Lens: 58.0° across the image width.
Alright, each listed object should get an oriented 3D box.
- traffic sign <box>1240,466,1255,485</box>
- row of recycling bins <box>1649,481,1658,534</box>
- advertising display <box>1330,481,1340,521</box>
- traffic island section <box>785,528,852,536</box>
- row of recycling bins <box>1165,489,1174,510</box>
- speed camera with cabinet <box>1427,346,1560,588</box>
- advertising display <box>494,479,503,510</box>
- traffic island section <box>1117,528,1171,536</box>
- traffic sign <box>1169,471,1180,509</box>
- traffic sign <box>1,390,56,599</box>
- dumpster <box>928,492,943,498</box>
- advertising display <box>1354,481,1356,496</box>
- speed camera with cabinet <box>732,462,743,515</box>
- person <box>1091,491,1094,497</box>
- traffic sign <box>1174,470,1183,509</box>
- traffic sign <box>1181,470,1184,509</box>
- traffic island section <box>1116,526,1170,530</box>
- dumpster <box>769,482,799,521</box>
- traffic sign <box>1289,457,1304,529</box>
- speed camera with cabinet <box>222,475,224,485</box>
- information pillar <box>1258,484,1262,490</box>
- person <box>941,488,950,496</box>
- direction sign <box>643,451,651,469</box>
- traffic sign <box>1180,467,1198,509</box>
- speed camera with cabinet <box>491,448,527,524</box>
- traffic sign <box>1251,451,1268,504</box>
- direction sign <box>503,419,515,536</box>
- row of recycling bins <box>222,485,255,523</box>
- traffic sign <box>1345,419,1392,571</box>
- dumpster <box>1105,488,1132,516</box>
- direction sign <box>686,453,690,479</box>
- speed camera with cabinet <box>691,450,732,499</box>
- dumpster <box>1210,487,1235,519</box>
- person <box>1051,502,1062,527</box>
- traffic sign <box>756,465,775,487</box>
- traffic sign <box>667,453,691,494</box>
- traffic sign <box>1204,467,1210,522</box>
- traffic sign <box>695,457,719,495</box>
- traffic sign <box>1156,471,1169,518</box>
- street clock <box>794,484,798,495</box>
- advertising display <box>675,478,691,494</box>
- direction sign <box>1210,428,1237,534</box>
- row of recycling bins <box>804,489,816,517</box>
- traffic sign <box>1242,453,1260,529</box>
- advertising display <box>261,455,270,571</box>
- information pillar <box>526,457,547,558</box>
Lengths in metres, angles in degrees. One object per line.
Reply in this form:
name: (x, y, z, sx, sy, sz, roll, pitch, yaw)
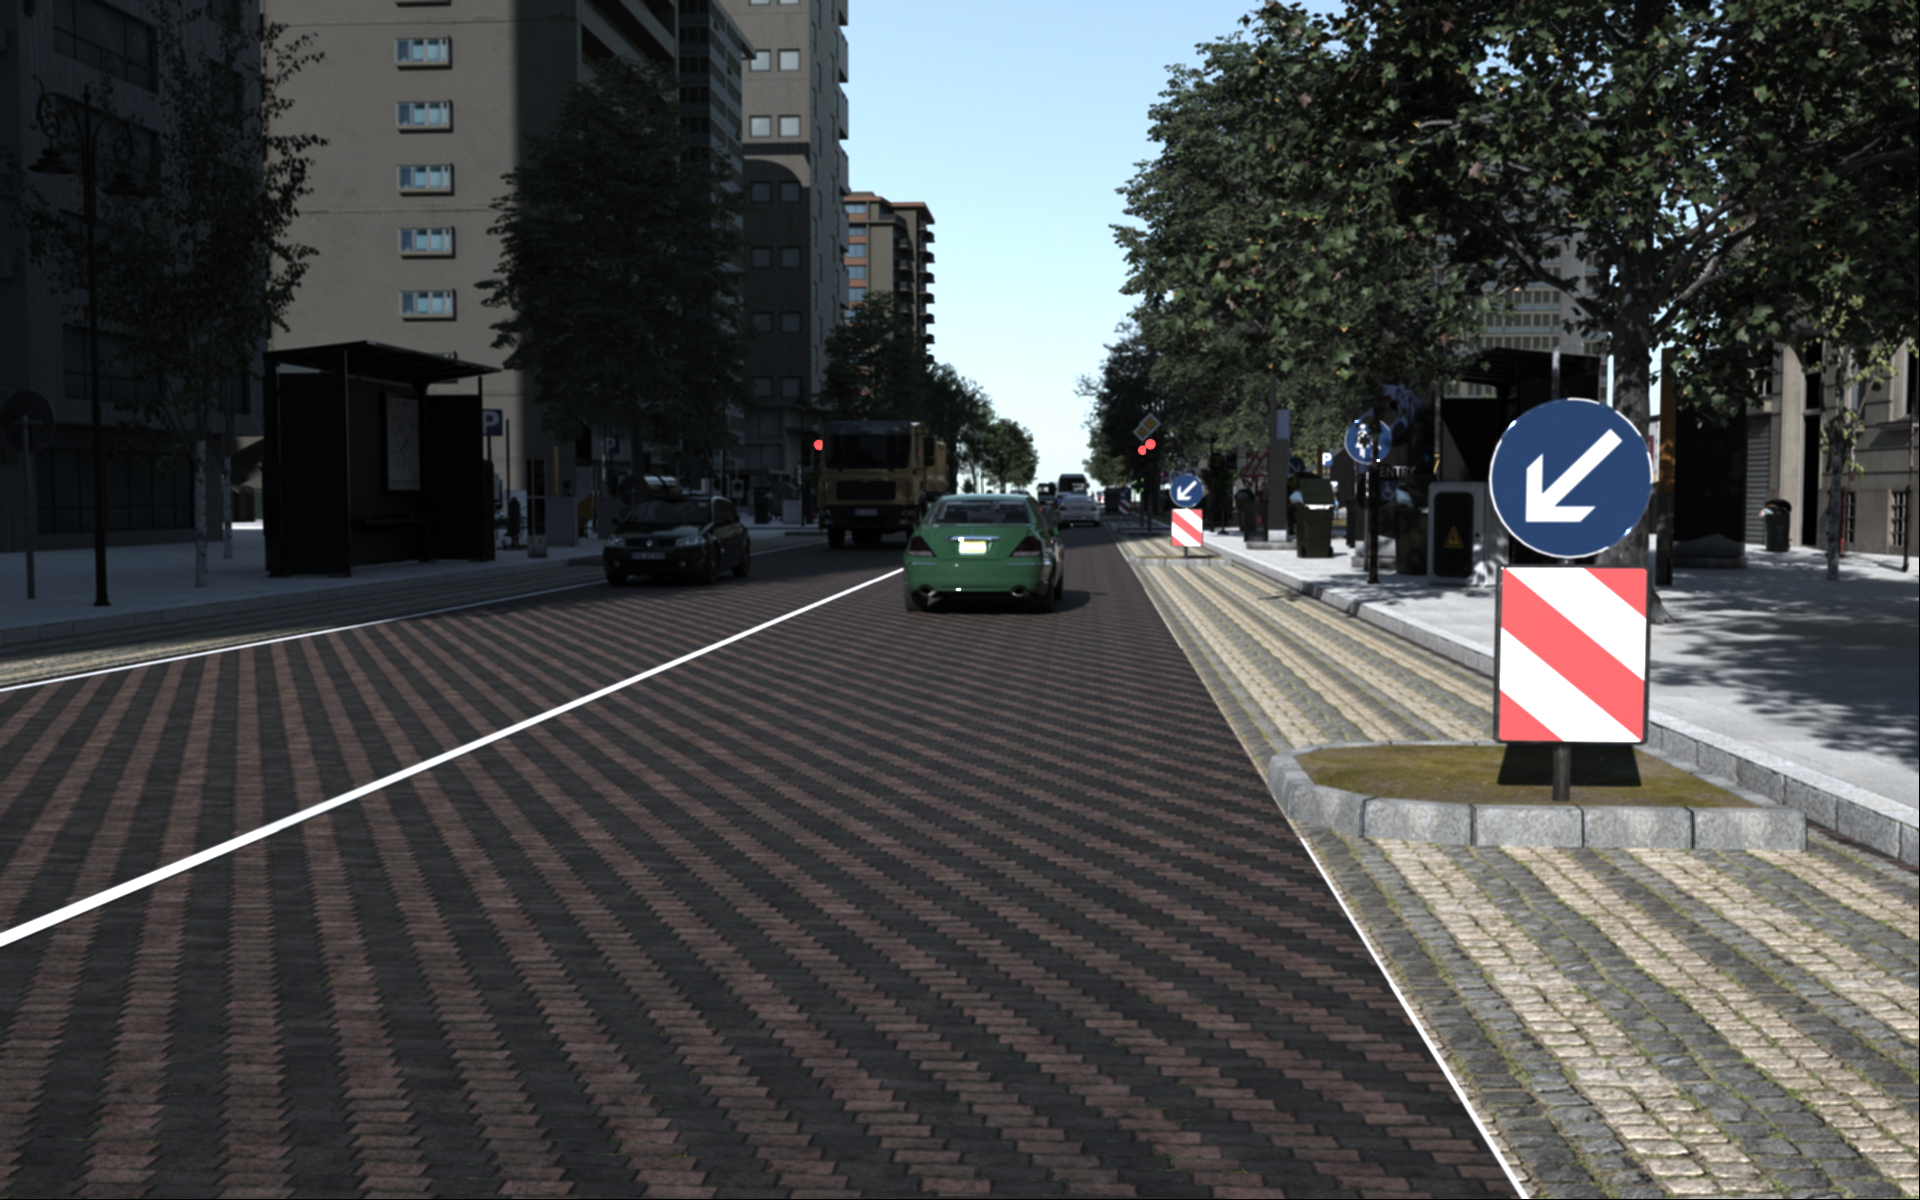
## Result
traffic sign: (13.002, -4.776, 78.186, 0.768, 2.556, 0.104, 0, 4, 8)
row of recycling bins: (21.252, -3.000, 56.166, 3.534, 1.692, 1.069, 1, 4, 22)
advertising display: (18.014, -4.832, 84.214, 0.123, 1.923, 0.974, -3, 5, -41)
traffic island section: (-4.872, -2.331, 60.396, 2.009, 0.180, 2.903, 0, 4, 4)
row of recycling bins: (16.618, -8.005, 138.002, 1.069, 1.692, 3.534, 1, 4, 9)
speed camera with cabinet: (7.399, -1.794, 23.670, 0.660, 3.252, 2.038, -3, 4, -38)
advertising display: (-20.710, -4.371, 76.675, 0.974, 1.923, 0.123, 1, 4, 16)
traffic island section: (6.539, -2.280, 59.565, 2.009, 0.180, 2.903, 0, 4, 4)
traffic sign: (9.476, -4.530, 76.199, 0.606, 2.300, 0.079, 1, 4, 8)
traffic sign: (-11.383, -1.287, 21.151, 0.768, 2.556, 0.104, 1, 4, 12)
dumpster: (-1.784, -7.866, 134.362, 1.264, 1.857, 1.865, 0, 4, 4)
advertising display: (20.391, -5.038, 87.588, 0.974, 1.923, 0.123, -1, 4, -11)
speed camera with cabinet: (-14.499, -6.914, 107.387, 2.038, 3.252, 0.660, -1, 4, -18)
person: (19.237, -14.856, 251.384, 0.705, 1.826, 1.348, -1, 4, -20)
traffic sign: (11.398, -5.550, 90.841, 0.768, 2.556, 0.104, 0, 4, 7)
traffic sign: (11.813, -5.607, 91.776, 0.768, 2.556, 0.104, 1, 4, 11)
traffic island section: (7.117, -2.767, 67.529, 2.009, 0.180, 2.903, 0, 4, 4)
dumpster: (-8.494, -4.725, 83.007, 1.264, 1.857, 1.865, 0, 4, 4)
traffic sign: (11.429, -3.621, 59.308, 0.768, 2.556, 0.104, 1, 4, 10)
speed camera with cabinet: (-35.902, -5.466, 83.705, 0.660, 3.252, 2.038, -1, 4, -21)
information pillar: (22.664, -7.755, 131.281, 0.304, 2.012, 0.304, -2, 4, -30)
person: (-0.797, -5.606, 100.175, 0.660, 1.820, 0.620, 0, 4, 5)
direction sign: (-16.655, -6.120, 92.054, 0.379, 3.537, 0.876, -3, 5, -39)
traffic sign: (8.852, -3.934, 66.453, 0.606, 2.300, 0.079, 1, 4, 13)
speed camera with cabinet: (-19.775, -4.942, 75.136, 2.038, 3.252, 0.660, -3, 5, -40)
traffic sign: (9.326, -3.238, 52.941, 0.884, 2.594, 0.081, 0, 4, 5)
direction sign: (-13.723, -3.708, 52.616, 0.379, 3.537, 0.876, -1, 4, -18)
row of recycling bins: (-33.244, -4.383, 78.768, 1.069, 1.692, 3.534, 1, 4, 10)
traffic sign: (6.806, -1.764, 28.944, 0.768, 2.556, 0.104, 1, 4, 9)
dumpster: (10.485, -6.516, 114.760, 1.865, 1.857, 1.264, 0, 4, 5)
direction sign: (-15.180, -6.403, 96.679, 0.379, 3.537, 0.876, -2, 4, -24)
speed camera with cabinet: (-11.438, -5.106, 77.813, 2.038, 3.252, 0.660, 0, 4, 6)
dumpster: (13.348, -5.055, 88.410, 1.264, 1.857, 1.865, 0, 4, 4)
person: (2.723, -2.135, 48.423, 0.382, 1.210, 0.505, -2, 4, -26)
traffic sign: (-8.701, -4.736, 77.435, 0.884, 2.594, 0.081, 1, 4, 8)
traffic sign: (-8.436, -3.167, 51.892, 0.768, 2.556, 0.104, 1, 4, 12)
traffic sign: (11.612, -4.935, 80.801, 0.768, 2.556, 0.104, 1, 4, 13)
traffic sign: (-8.731, -3.654, 59.753, 0.884, 2.594, 0.081, 1, 4, 13)
traffic sign: (11.041, -5.750, 94.122, 0.768, 2.556, 0.104, 0, 4, 7)
street clock: (-11.407, -7.083, 120.371, 0.358, 2.002, 0.471, -1, 4, -15)
advertising display: (-11.551, -4.042, 71.303, 0.974, 1.923, 0.123, 0, 4, 7)
direction sign: (8.376, -3.857, 55.053, 0.876, 3.537, 0.379, -1, 4, -11)
row of recycling bins: (-7.189, -5.557, 97.975, 3.534, 1.692, 1.069, 1, 4, 11)
traffic sign: (9.312, -3.336, 54.550, 0.884, 2.594, 0.081, 0, 4, 8)
advertising display: (-11.723, -1.476, 29.351, 0.123, 1.923, 0.974, -1, 4, -19)
information pillar: (-8.545, -1.863, 34.958, 0.304, 2.012, 0.304, -3, 4, -37)
